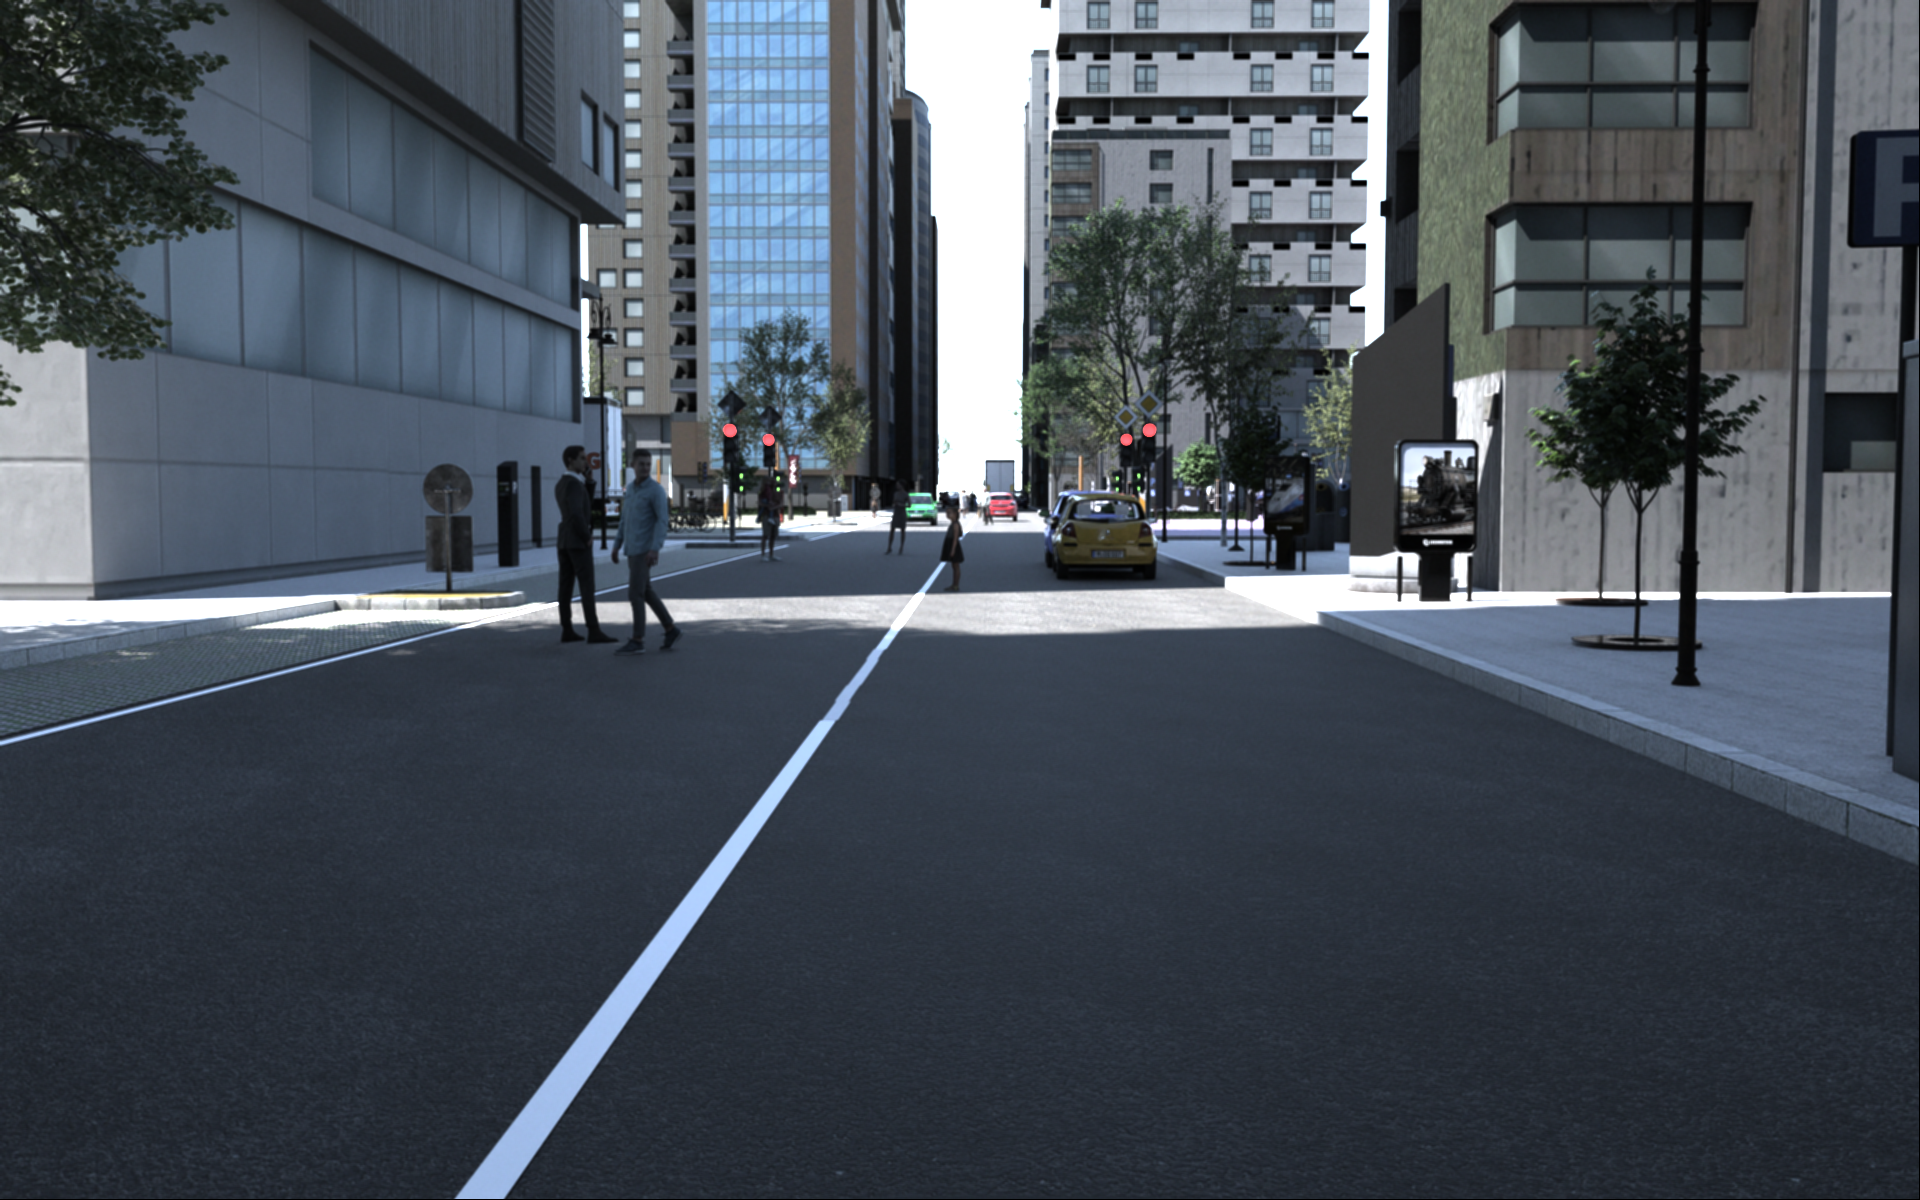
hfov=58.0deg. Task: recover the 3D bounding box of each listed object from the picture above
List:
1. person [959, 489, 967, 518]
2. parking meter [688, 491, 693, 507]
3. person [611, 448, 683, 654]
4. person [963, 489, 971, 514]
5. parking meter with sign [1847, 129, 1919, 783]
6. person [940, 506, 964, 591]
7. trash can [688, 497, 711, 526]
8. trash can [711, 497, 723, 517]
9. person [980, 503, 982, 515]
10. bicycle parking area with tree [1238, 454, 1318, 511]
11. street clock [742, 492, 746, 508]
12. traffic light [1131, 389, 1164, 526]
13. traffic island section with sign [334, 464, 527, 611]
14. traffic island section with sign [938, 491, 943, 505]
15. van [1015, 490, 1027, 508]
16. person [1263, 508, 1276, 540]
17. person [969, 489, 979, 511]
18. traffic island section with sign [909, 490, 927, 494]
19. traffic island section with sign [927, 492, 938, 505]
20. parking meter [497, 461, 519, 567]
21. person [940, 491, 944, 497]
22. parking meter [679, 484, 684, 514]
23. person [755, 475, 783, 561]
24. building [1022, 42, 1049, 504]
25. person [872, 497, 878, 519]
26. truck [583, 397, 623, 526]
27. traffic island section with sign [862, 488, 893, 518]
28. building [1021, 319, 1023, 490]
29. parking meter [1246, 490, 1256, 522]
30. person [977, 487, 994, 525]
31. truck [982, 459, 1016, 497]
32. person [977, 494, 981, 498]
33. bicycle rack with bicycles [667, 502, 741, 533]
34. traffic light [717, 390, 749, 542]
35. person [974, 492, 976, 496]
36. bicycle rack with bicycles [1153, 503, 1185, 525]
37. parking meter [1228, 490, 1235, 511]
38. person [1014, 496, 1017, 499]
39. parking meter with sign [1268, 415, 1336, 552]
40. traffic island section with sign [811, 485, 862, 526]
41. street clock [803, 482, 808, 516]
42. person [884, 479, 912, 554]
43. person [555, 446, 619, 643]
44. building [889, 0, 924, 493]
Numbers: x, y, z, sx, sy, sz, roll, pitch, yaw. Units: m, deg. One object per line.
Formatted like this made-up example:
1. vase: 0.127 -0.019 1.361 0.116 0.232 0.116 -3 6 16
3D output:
1. person: 0.109 -5.699 102.421 0.466 1.731 0.760 3 5 41
2. parking meter: -19.275 -7.065 123.919 0.372 1.533 0.369 0 3 0
3. person: -2.802 -0.446 15.648 0.748 1.841 0.638 -2 4 -33
4. person: 0.508 -7.088 124.745 0.716 1.782 0.532 2 4 33
5. parking meter with sign: 4.441 -0.692 7.579 0.543 3.016 1.738 1 4 9
6. person: -0.123 -0.760 25.593 0.373 1.253 0.362 -1 4 -10
7. trash can: -10.436 -3.491 68.739 0.748 1.137 0.748 0 3 0
8. trash can: -13.557 -5.124 95.434 0.748 1.137 0.748 0 3 0
9. person: 1.565 -6.573 120.247 0.640 1.303 0.475 2 4 28
10. bicycle parking area with tree: 23.232 -8.449 125.135 8.231 4.147 9.016 1 4 16
11. street clock: -16.207 -7.670 129.970 0.358 2.002 0.471 -1 4 -11
12. traffic light: 5.034 -3.519 46.458 0.839 4.253 0.868 0 4 1
13. traffic island section with sign: -6.642 -0.822 22.061 1.989 1.847 2.006 0 4 1
14. traffic island section with sign: -2.569 -13.934 236.445 1.989 1.847 2.006 0 4 1
15. van: 5.762 -10.203 173.824 2.013 2.044 4.112 0 4 1
16. person: 9.209 -2.559 50.529 0.709 1.800 0.728 1 4 19
17. person: 1.041 -8.252 143.419 1.348 1.824 0.705 3 5 44
18. traffic island section with sign: -4.158 -8.831 153.014 1.989 1.847 2.006 0 4 1
19. traffic island section with sign: -3.623 -10.530 180.786 1.989 1.847 2.006 0 4 1
20. parking meter: -7.990 -1.523 30.614 0.255 1.863 0.399 0 4 7
21. person: -2.156 -13.367 227.028 1.348 1.826 0.705 -3 5 -41
22. parking meter: -16.244 -5.837 101.151 0.255 1.863 0.399 0 4 -7
23. person: -4.086 -1.748 37.048 0.573 1.828 0.580 0 4 7
24. building: 19.627 -42.160 231.315 21.231 58.520 28.212 0 4 1
25. person: -4.797 -5.153 97.427 0.362 1.253 0.373 3 4 38
26. truck: -15.741 -3.793 50.931 11.283 4.237 2.839 0 4 -1
27. traffic island section with sign: -5.069 -5.871 104.623 1.989 1.847 2.006 0 4 1
28. building: 17.011 -31.209 281.960 14.160 30.474 14.107 0 4 1
29. parking meter: 13.627 -4.607 81.028 0.399 1.863 0.255 2 4 32
30. person: 1.136 -4.350 80.108 0.782 1.767 0.515 3 4 37
31. truck: 3.289 -9.537 144.850 2.839 4.237 11.283 0 4 1
32. person: 2.845 -14.547 249.529 0.799 1.438 0.628 -2 4 -30
33. bicycle rack with bicycles: -9.352 -2.749 58.326 2.925 0.926 2.852 -2 4 -33
34. traffic light: -6.126 -3.531 46.653 0.839 4.253 0.868 0 4 1
35. person: 2.290 -15.405 261.294 0.530 1.710 0.541 3 5 43
36. bicycle rack with bicycles: 7.646 -3.664 73.295 2.852 0.926 2.925 -1 4 -8
37. parking meter: 15.914 -5.696 101.548 0.372 1.533 0.369 0 3 0
38. person: 4.485 -8.834 153.645 1.217 1.736 0.721 1 4 15
39. parking meter with sign: 7.637 -2.609 38.911 1.738 3.016 0.543 -2 4 -28
40. traffic island section with sign: -5.590 -4.219 77.612 1.989 1.847 2.006 0 4 1
41. street clock: -8.931 -5.844 100.112 0.358 2.002 0.471 0 4 0
42. person: -1.474 -1.977 41.169 0.599 1.781 0.374 2 4 29
43. person: -3.668 -0.548 16.822 0.474 1.900 0.648 -3 4 -37
44. building: -15.125 -48.005 223.137 20.563 71.187 20.611 0 4 1
